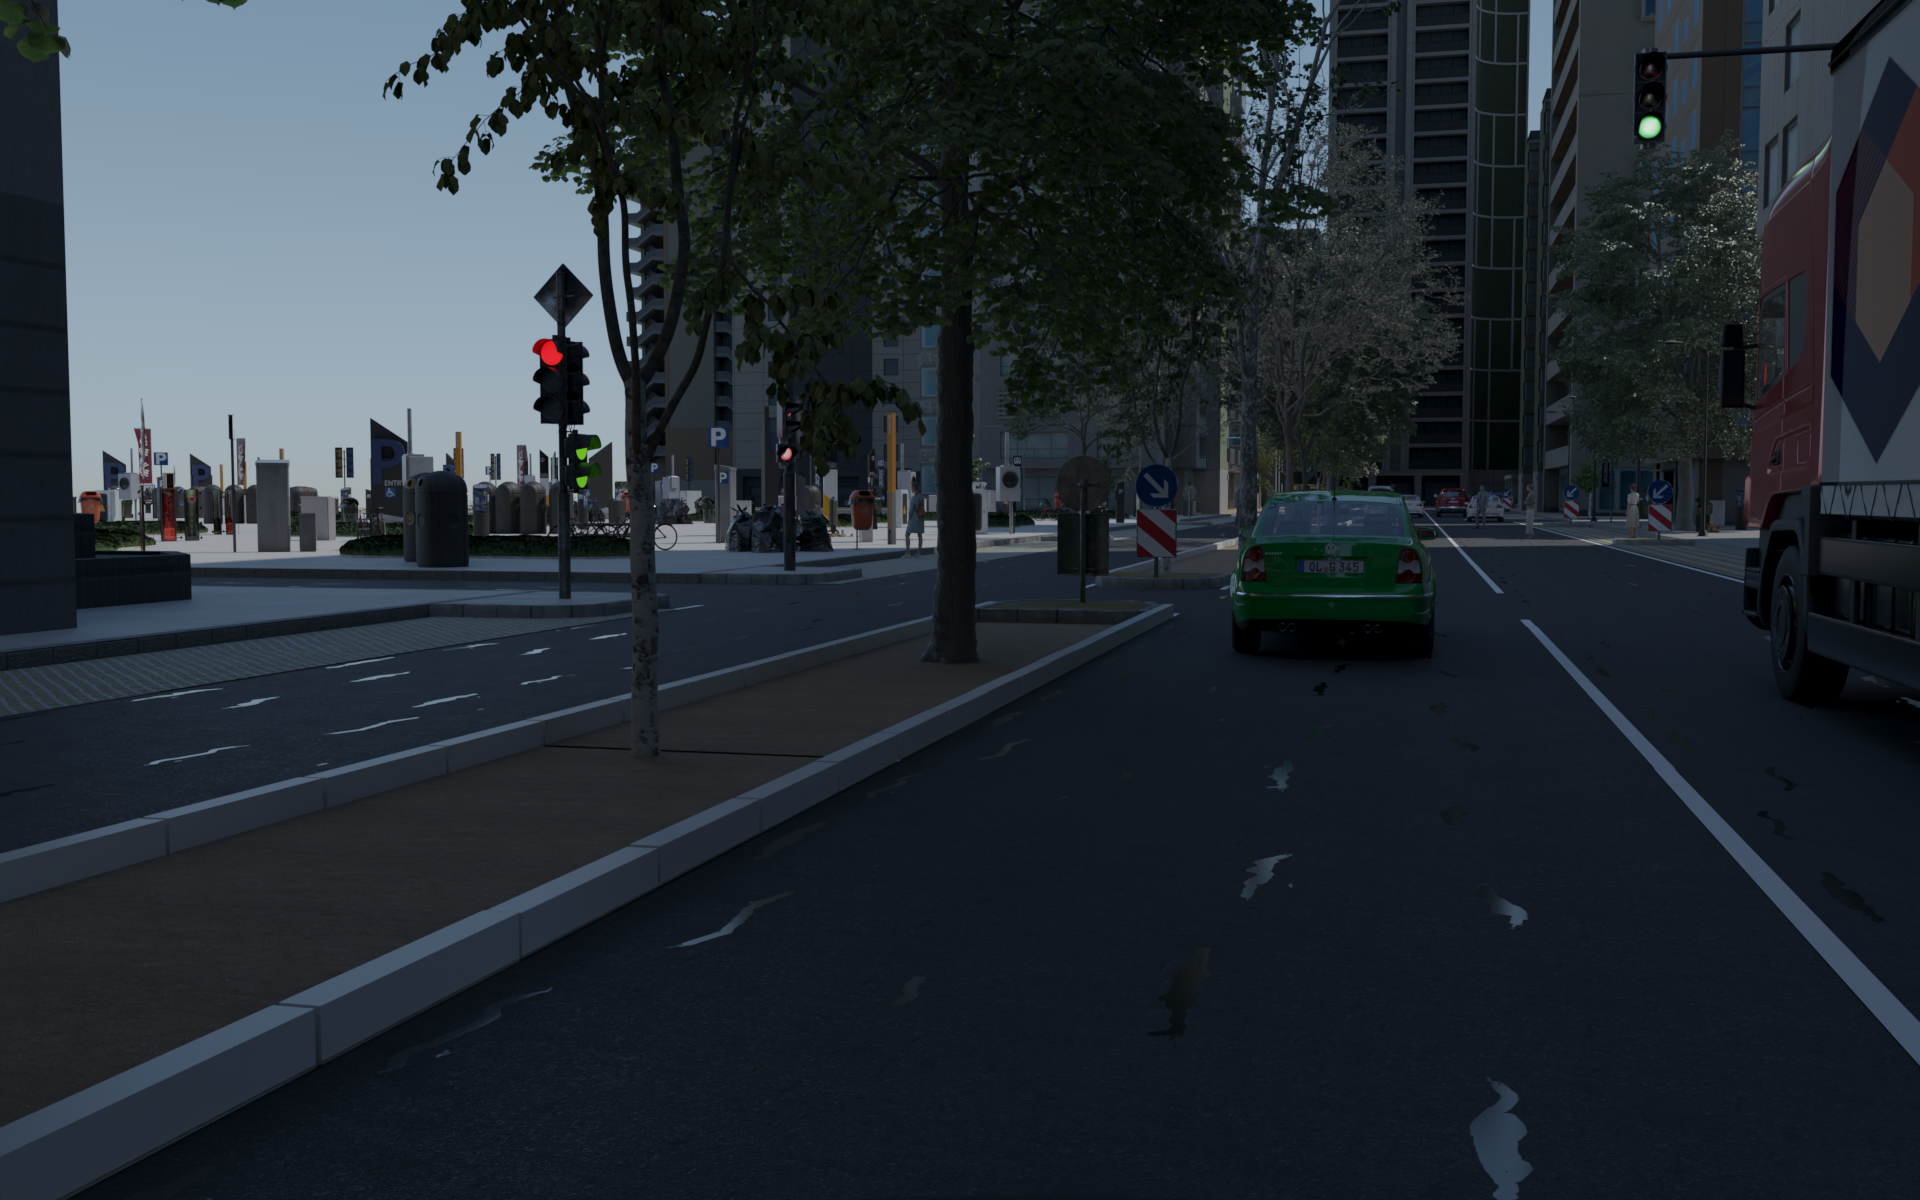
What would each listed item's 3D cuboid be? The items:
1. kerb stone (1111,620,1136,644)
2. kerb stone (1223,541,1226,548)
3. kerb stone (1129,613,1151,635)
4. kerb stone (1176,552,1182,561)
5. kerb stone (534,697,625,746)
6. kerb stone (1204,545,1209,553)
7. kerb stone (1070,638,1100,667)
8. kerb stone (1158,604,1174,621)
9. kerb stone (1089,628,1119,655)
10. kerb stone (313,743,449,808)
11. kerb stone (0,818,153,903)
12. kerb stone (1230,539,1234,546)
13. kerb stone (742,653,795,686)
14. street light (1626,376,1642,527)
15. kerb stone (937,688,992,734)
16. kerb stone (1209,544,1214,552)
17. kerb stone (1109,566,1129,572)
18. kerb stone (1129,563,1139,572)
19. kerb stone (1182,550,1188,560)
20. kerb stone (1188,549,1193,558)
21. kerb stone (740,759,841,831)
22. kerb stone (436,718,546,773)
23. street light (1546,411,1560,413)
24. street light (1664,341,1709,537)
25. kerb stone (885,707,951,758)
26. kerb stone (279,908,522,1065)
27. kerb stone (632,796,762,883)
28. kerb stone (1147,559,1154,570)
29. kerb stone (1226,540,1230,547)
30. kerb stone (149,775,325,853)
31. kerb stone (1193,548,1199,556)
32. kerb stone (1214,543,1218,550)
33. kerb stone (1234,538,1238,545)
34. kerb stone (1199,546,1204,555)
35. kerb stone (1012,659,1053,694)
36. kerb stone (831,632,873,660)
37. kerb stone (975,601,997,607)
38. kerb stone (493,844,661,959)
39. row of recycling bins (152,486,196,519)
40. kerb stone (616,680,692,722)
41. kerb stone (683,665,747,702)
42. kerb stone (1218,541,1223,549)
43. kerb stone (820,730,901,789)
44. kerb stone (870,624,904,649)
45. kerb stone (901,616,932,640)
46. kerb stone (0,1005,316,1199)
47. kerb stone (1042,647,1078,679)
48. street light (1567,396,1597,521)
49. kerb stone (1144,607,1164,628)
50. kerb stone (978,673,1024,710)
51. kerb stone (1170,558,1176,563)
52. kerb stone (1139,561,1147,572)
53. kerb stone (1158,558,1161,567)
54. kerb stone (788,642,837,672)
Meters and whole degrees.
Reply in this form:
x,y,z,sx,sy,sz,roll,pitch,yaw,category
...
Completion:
x,y,z,sx,sy,sz,roll,pitch,yaw,category
1.536,0.334,16.739,0.120,0.150,1.000,1,4,14,kerb stone
6.834,-1.431,45.591,0.120,0.150,1.000,1,4,14,kerb stone
1.794,0.273,17.731,0.120,0.150,1.000,1,4,14,kerb stone
4.526,-0.885,36.660,0.120,0.150,1.000,1,4,14,kerb stone
-2.286,0.726,10.327,0.120,0.150,1.000,1,4,14,kerb stone
5.809,-1.188,41.617,0.120,0.150,1.000,1,4,14,kerb stone
1.026,0.459,14.755,0.120,0.150,1.000,1,4,14,kerb stone
2.308,0.153,19.715,0.120,0.150,1.000,1,4,14,kerb stone
1.283,0.395,15.744,0.120,0.150,1.000,1,4,14,kerb stone
-2.799,0.849,8.344,0.120,0.150,1.000,1,4,14,kerb stone
-3.316,0.969,6.360,0.120,0.150,1.000,1,4,14,kerb stone
7.346,-1.552,47.578,0.120,0.150,1.000,1,4,14,kerb stone
-1.514,0.546,13.307,0.120,0.150,1.000,1,4,14,kerb stone
25.684,-5.774,66.952,1.470,5.913,1.316,1,4,14,street light
0.006,0.697,10.792,0.120,0.150,1.000,1,4,14,kerb stone
6.063,-1.249,42.612,0.120,0.150,1.000,1,4,14,kerb stone
2.724,-0.459,29.705,0.120,0.150,1.000,1,4,14,kerb stone
2.987,-0.518,30.693,0.120,0.150,1.000,1,4,14,kerb stone
4.779,-0.945,37.651,0.120,0.150,1.000,1,4,14,kerb stone
5.024,-1.006,38.643,0.120,0.150,1.000,1,4,14,kerb stone
-0.767,0.882,7.819,0.120,0.150,1.000,1,4,14,kerb stone
-2.541,0.788,9.334,0.120,0.150,1.000,1,4,14,kerb stone
33.407,-7.591,96.659,1.470,5.913,1.316,1,4,14,street light
21.997,-4.889,52.471,1.470,5.913,1.316,1,4,14,street light
-0.254,0.758,9.803,0.120,0.150,1.000,1,4,14,kerb stone
-1.535,1.061,4.841,0.120,0.150,1.000,1,4,14,kerb stone
-1.028,0.943,6.828,0.120,0.150,1.000,1,4,14,kerb stone
3.496,-0.642,32.684,0.120,0.150,1.000,1,4,14,kerb stone
7.091,-1.492,46.583,0.120,0.150,1.000,1,4,14,kerb stone
-3.061,0.908,7.351,0.120,0.150,1.000,1,4,14,kerb stone
5.289,-1.066,39.631,0.120,0.150,1.000,1,4,14,kerb stone
6.318,-1.310,43.612,0.120,0.150,1.000,1,4,14,kerb stone
7.604,-1.613,48.568,0.120,0.150,1.000,1,4,14,kerb stone
5.545,-1.126,40.621,0.120,0.150,1.000,1,4,14,kerb stone
0.511,0.580,12.776,0.120,0.150,1.000,1,4,14,kerb stone
-1.001,0.422,15.298,0.120,0.150,1.000,1,4,14,kerb stone
0.285,0.122,20.262,0.120,0.150,1.000,1,4,14,kerb stone
-1.282,1.006,5.832,0.120,0.150,1.000,1,4,14,kerb stone
-41.016,-5.185,91.879,1.069,1.692,3.534,3,5,43,row of recycling bins
-2.027,0.665,11.317,0.120,0.150,1.000,1,4,14,kerb stone
-1.775,0.607,12.319,0.120,0.150,1.000,1,4,14,kerb stone
6.584,-1.370,44.599,0.120,0.150,1.000,1,4,14,kerb stone
-0.511,0.819,8.814,0.120,0.150,1.000,1,4,14,kerb stone
-0.747,0.361,16.296,0.120,0.150,1.000,1,4,14,kerb stone
-0.489,0.300,17.285,0.120,0.150,1.000,1,4,14,kerb stone
-1.791,1.122,3.852,0.120,0.150,1.000,1,4,14,kerb stone
0.766,0.516,13.766,0.120,0.150,1.000,1,4,14,kerb stone
29.580,-6.708,82.214,1.470,5.913,1.316,1,4,14,street light
2.047,0.212,18.721,0.120,0.150,1.000,1,4,14,kerb stone
0.254,0.638,11.784,0.120,0.150,1.000,1,4,14,kerb stone
4.268,-0.822,35.661,0.120,0.150,1.000,1,4,14,kerb stone
3.243,-0.580,31.684,0.120,0.150,1.000,1,4,14,kerb stone
3.750,-0.702,33.675,0.120,0.150,1.000,1,4,14,kerb stone
-1.257,0.483,14.302,0.120,0.150,1.000,1,4,14,kerb stone
